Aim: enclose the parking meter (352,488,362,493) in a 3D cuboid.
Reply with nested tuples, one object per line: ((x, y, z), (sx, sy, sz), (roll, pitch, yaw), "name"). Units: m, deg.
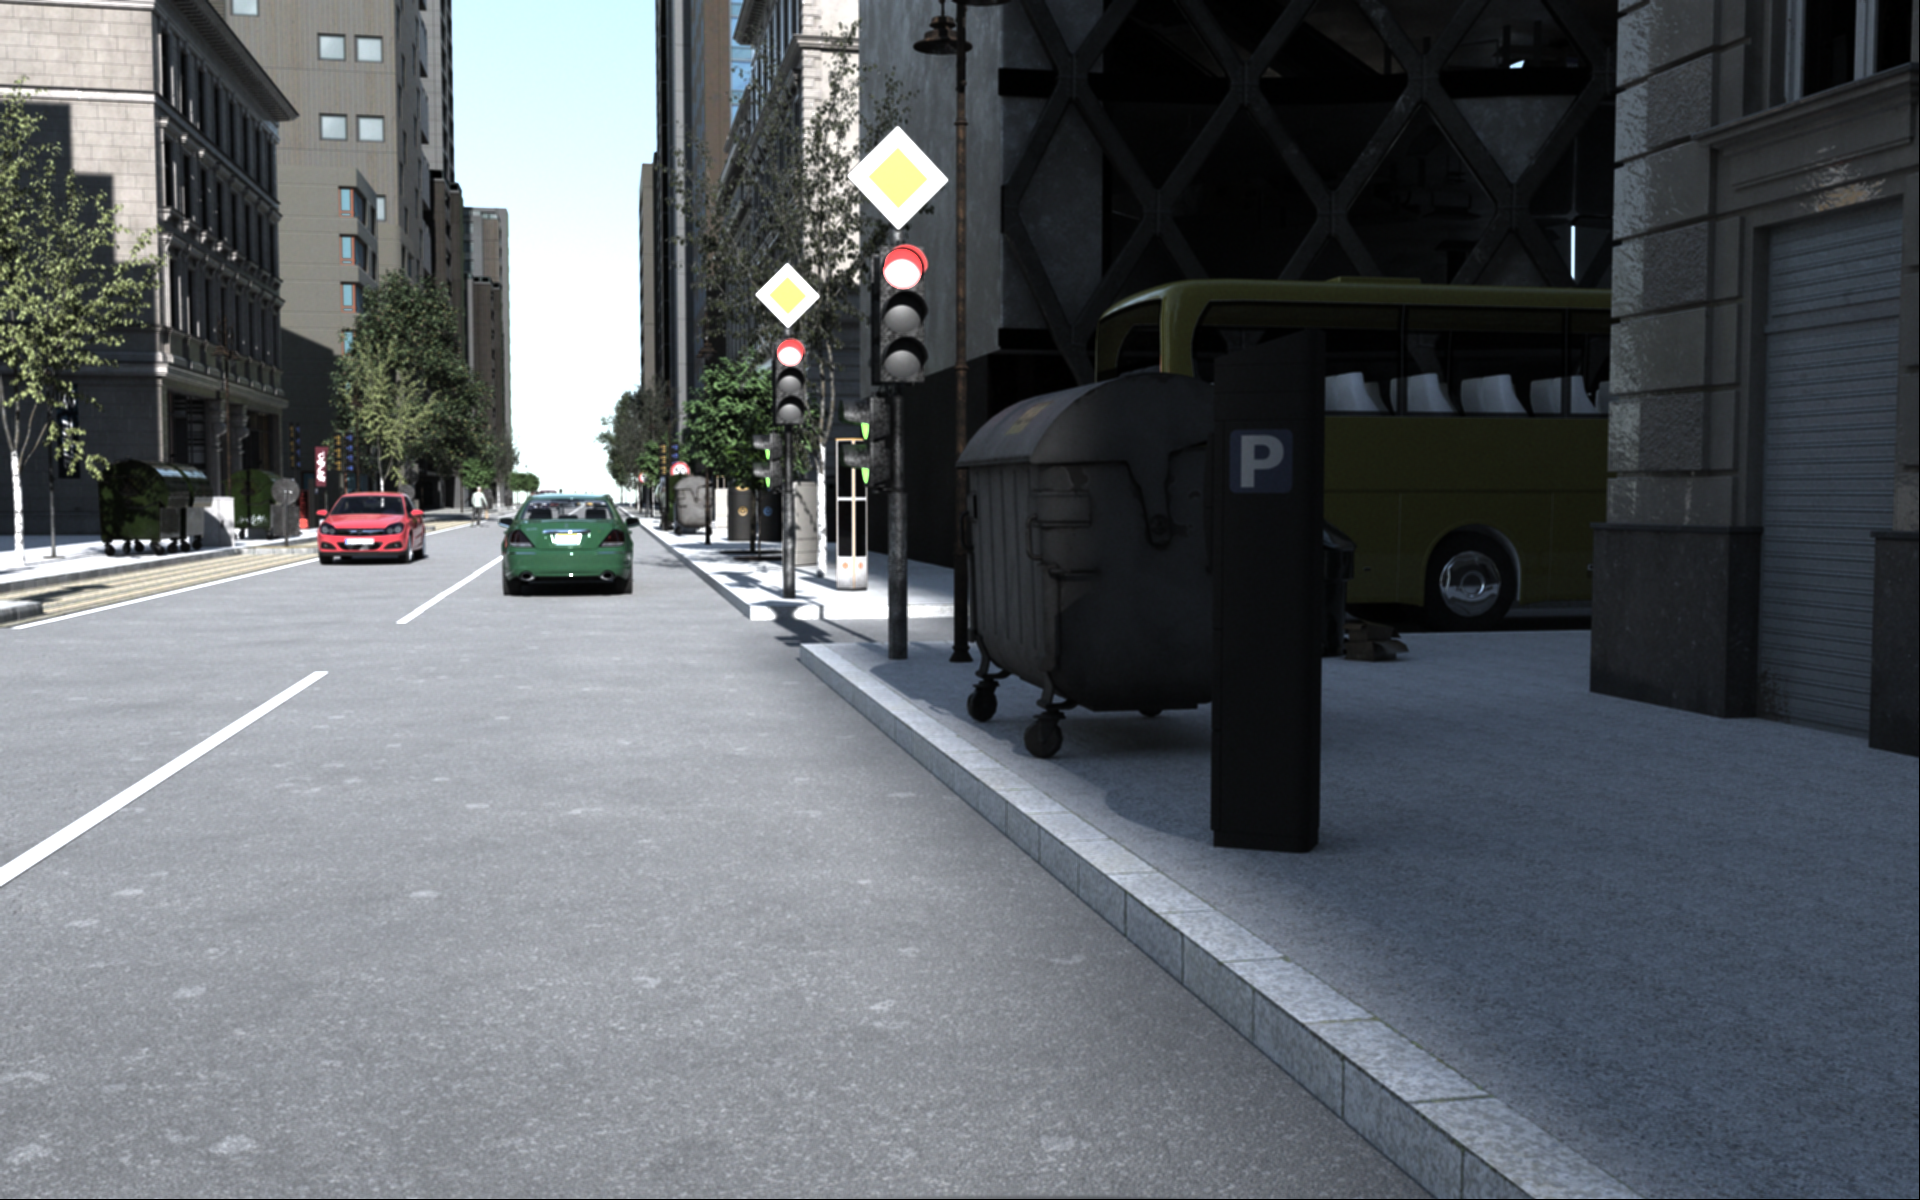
((-25.090, -3.894, 72.075), (0.372, 1.533, 0.369), (0, 3, 0), "parking meter")

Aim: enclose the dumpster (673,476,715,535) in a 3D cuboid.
((-8.402, -2.997, 54.767), (1.264, 1.857, 1.865), (-1, 4, -12), "dumpster")

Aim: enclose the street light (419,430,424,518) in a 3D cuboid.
((-29.224, -7.414, 94.014), (0.468, 5.910, 1.993), (-1, 4, -12), "street light")

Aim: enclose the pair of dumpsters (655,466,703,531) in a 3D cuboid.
((-10.185, -3.689, 62.815), (1.574, 2.255, 4.437), (-1, 4, -12), "pair of dumpsters")

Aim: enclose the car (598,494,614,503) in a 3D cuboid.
((-32.296, -8.985, 156.694), (2.009, 1.686, 4.222), (-1, 4, -14), "car")

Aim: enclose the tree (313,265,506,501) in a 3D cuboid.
((-27.700, -10.401, 87.064), (9.611, 12.733, 9.660), (0, 3, 0), "tree")

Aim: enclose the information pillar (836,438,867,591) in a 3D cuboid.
((-1.435, -1.130, 22.965), (0.304, 2.012, 0.304), (2, 4, 34), "information pillar")

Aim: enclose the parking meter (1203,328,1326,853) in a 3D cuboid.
((1.103, -0.036, 6.301), (0.399, 1.863, 0.255), (1, 4, 23), "parking meter")

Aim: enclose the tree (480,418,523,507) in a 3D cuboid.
((-44.789, -13.300, 167.819), (4.360, 8.622, 3.978), (0, 3, 0), "tree")

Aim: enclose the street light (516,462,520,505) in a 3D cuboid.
((-51.391, -13.985, 201.442), (0.468, 5.910, 1.993), (-1, 4, -12), "street light")

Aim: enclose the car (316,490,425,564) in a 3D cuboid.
((-12.463, -1.698, 36.799), (2.155, 1.783, 4.494), (-1, 4, -11), "car")

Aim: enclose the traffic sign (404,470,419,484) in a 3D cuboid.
((-29.341, -5.663, 92.688), (0.768, 2.556, 0.104), (0, 4, -3), "traffic sign")

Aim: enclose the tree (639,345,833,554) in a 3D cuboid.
((-4.483, -3.291, 37.514), (4.285, 4.588, 4.351), (0, 3, 0), "tree")

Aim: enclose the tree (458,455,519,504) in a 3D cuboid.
((-38.280, -9.394, 137.312), (4.285, 4.588, 4.351), (0, 3, 0), "tree")

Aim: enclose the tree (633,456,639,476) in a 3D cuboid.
((-15.236, -6.502, 90.027), (4.285, 4.588, 4.351), (0, 3, 0), "tree")

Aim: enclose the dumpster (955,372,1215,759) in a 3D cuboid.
((0.765, -0.206, 9.131), (1.264, 1.857, 1.865), (-1, 4, -12), "dumpster")

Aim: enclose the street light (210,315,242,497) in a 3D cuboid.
((-18.942, -4.406, 44.829), (0.468, 5.910, 1.993), (-1, 4, -12), "street light")

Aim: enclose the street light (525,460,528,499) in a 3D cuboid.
((-56.874, -15.563, 227.242), (0.468, 5.910, 1.993), (-1, 4, -12), "street light")

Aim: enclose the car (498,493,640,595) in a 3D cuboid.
((-5.882, -0.874, 26.082), (2.131, 1.459, 4.920), (-1, 4, -12), "car")

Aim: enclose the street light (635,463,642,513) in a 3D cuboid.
((-22.027, -8.964, 119.350), (0.468, 5.910, 1.993), (-1, 4, -12), "street light")

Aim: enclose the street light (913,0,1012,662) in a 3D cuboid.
((0.008, -2.466, 13.107), (0.468, 5.910, 1.993), (-1, 4, -12), "street light")

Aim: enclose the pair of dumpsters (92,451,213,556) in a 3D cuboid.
((-17.551, -2.155, 37.730), (1.574, 2.255, 4.437), (-1, 4, -12), "pair of dumpsters")

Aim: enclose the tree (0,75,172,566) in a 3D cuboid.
((-16.605, -4.912, 30.668), (4.737, 8.622, 4.395), (0, 3, 0), "tree")

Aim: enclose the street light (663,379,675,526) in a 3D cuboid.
((-11.657, -5.916, 69.522), (0.468, 5.910, 1.993), (-1, 4, -12), "street light")

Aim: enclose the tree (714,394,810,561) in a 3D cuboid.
((-4.035, -2.395, 33.757), (1.663, 3.219, 1.824), (0, 3, 0), "tree")

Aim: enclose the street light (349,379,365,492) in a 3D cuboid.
((-24.215, -5.924, 69.650), (0.468, 5.910, 1.993), (-1, 4, -12), "street light")

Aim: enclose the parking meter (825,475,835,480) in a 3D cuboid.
((-3.986, -2.853, 52.356), (0.255, 1.863, 0.399), (2, 4, 35), "parking meter")

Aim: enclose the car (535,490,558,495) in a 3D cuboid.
((-36.931, -8.970, 155.334), (2.281, 1.827, 5.304), (-1, 4, -13), "car")

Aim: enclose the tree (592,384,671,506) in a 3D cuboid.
((-33.564, -16.149, 181.042), (9.611, 12.733, 9.660), (0, 3, 0), "tree")

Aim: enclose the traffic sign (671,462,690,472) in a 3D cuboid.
((-10.965, -4.150, 67.951), (0.768, 2.556, 0.104), (0, 4, -2), "traffic sign")

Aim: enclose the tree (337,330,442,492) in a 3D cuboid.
((-26.016, -7.838, 78.513), (4.737, 8.622, 4.395), (0, 3, 0), "tree")

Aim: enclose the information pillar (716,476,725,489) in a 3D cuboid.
((-9.751, -4.038, 70.516), (0.304, 2.012, 0.304), (-1, 4, -16), "information pillar")

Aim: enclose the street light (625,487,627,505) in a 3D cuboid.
((-32.226, -12.011, 169.166), (0.468, 5.910, 1.993), (-1, 4, -12), "street light")

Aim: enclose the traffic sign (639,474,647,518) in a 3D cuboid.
((-16.886, -5.693, 93.185), (0.768, 2.556, 0.104), (0, 4, -7), "traffic sign")

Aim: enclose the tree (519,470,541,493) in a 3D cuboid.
((-56.176, -14.382, 218.862), (4.285, 4.588, 4.351), (0, 3, 0), "tree")

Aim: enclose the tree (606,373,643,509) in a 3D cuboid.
((-18.386, -9.286, 102.187), (4.360, 8.622, 3.978), (0, 3, 0), "tree")

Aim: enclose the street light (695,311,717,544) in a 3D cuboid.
((-6.427, -4.353, 43.960), (0.468, 5.910, 1.993), (-1, 4, -12), "street light")

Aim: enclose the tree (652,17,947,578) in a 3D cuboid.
((-2.365, -4.650, 26.390), (4.360, 8.622, 3.978), (0, 3, 0), "tree")

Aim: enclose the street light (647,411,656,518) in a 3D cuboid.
((-16.836, -7.446, 94.538), (0.468, 5.910, 1.993), (-1, 4, -12), "street light")

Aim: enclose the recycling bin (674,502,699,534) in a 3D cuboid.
((-8.950, -2.694, 56.599), (0.722, 1.027, 0.722), (0, 4, -1), "recycling bin")

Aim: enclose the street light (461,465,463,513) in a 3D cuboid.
((-34.298, -8.948, 119.081), (0.468, 5.910, 1.993), (-1, 4, -12), "street light")

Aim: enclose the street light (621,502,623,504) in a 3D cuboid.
((-38.548, -13.881, 199.735), (0.468, 5.910, 1.993), (-1, 4, -12), "street light")

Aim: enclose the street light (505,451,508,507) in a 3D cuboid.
((-46.230, -12.450, 176.340), (0.468, 5.910, 1.993), (-1, 4, -12), "street light")

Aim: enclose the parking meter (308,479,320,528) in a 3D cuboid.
((-24.585, -3.681, 65.901), (0.255, 1.863, 0.399), (1, 4, 11), "parking meter")

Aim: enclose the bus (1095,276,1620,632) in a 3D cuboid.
((7.705, -1.691, 19.197), (12.252, 3.916, 2.896), (-1, 4, -12), "bus")

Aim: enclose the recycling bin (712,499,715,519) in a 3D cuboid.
((-12.672, -4.599, 87.753), (0.722, 1.027, 0.722), (-3, 5, -40), "recycling bin")
